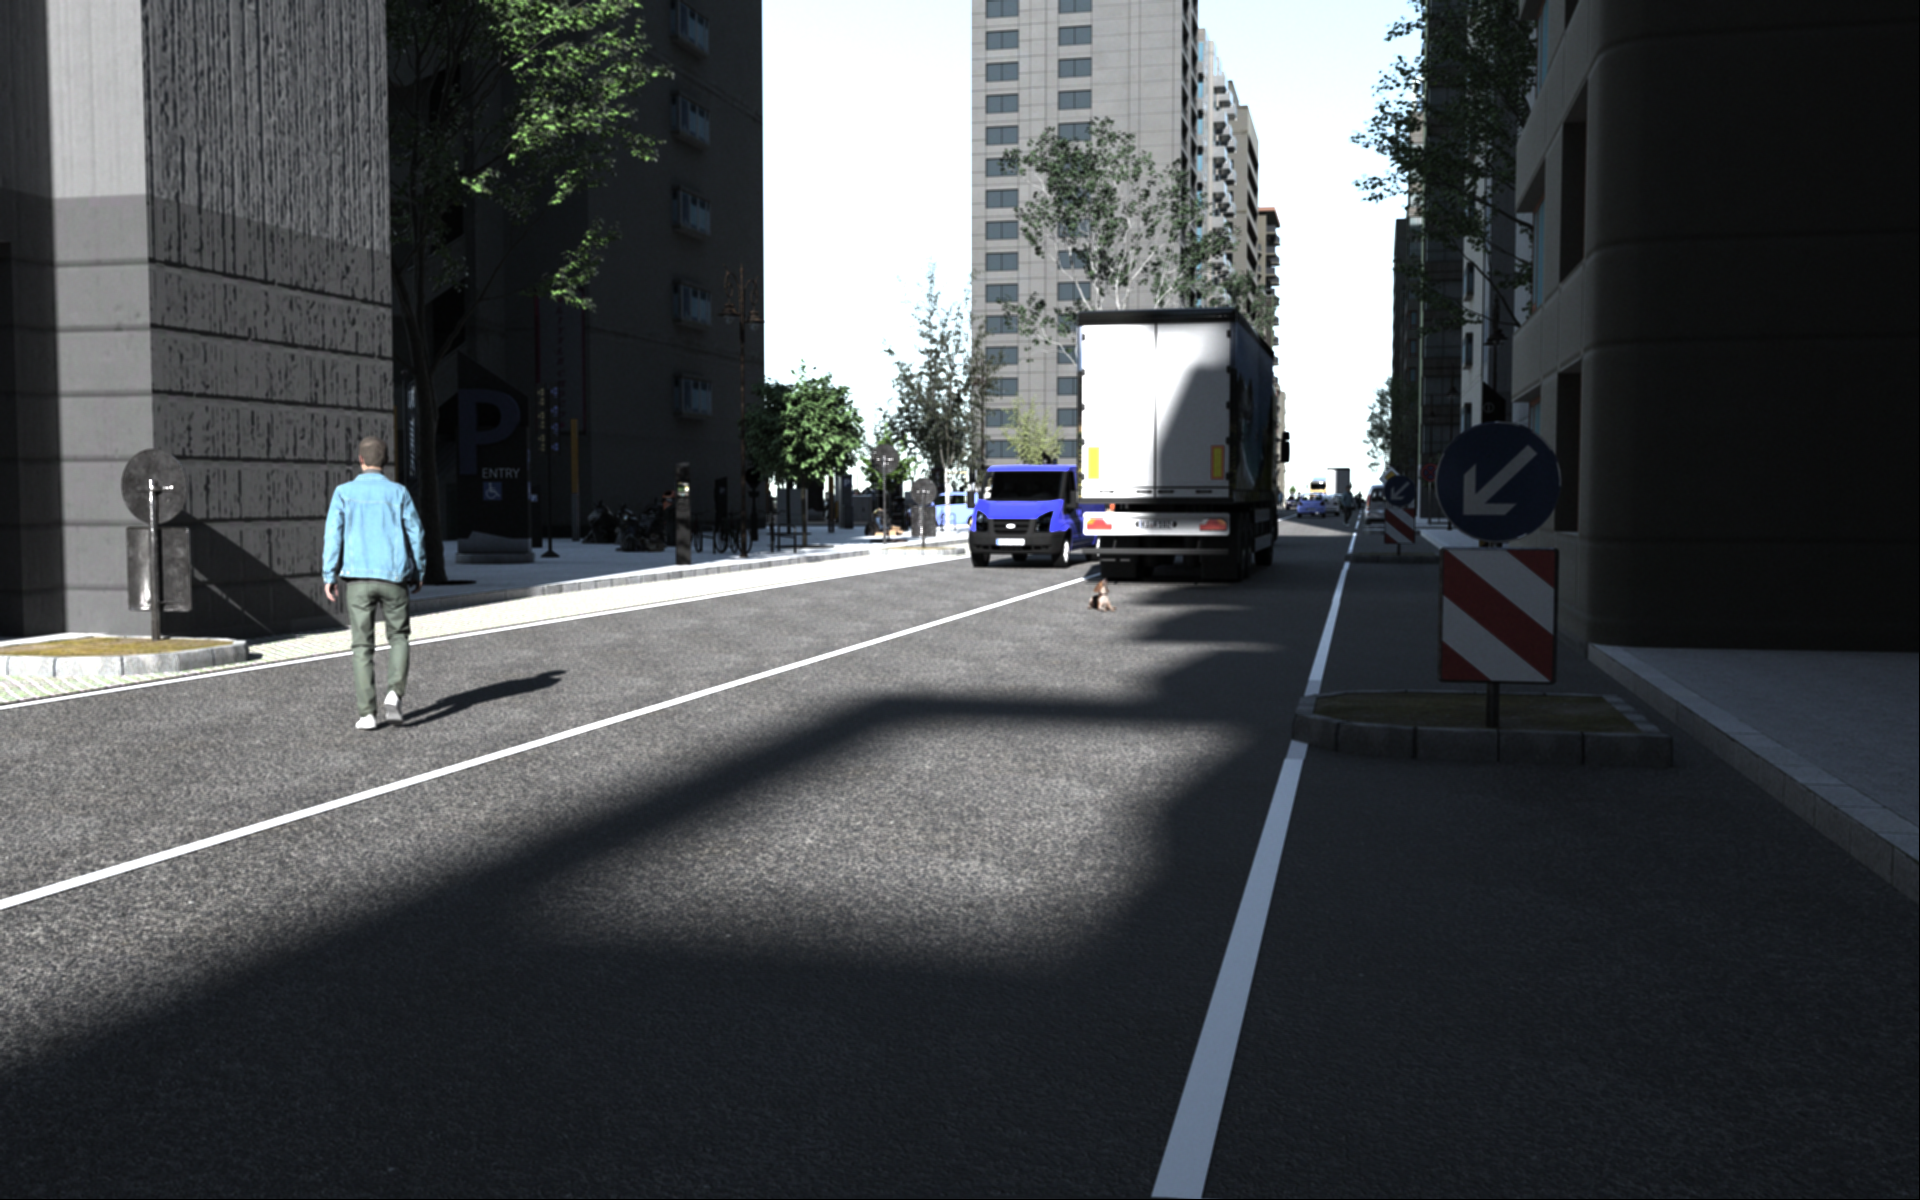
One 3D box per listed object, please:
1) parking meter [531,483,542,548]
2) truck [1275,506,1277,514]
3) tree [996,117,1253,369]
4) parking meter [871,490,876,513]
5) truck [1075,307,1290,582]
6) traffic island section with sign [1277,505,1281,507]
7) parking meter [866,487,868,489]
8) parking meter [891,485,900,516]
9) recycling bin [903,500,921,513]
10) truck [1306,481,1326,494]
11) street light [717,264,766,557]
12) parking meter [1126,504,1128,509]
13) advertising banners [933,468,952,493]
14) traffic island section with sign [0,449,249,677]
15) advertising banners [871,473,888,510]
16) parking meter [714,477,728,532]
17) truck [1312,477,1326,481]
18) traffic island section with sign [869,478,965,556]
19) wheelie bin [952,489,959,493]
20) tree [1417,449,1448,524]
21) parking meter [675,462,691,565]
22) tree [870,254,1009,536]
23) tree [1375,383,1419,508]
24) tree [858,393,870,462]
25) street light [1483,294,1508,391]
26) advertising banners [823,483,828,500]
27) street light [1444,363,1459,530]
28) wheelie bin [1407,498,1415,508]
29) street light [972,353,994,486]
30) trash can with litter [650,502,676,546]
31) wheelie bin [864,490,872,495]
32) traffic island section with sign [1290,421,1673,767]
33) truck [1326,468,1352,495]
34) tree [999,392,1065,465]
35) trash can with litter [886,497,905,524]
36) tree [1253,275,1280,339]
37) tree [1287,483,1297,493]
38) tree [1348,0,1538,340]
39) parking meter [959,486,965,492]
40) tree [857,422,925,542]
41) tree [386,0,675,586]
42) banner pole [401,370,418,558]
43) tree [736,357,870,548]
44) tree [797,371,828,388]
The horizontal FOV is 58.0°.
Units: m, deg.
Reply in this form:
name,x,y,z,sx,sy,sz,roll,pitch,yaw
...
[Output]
name,x,y,z,sx,sy,sz,roll,pitch,yaw
parking meter,-10.207,-2.024,41.505,0.372,1.533,0.369,0,3,0
truck,19.728,-7.698,115.618,2.967,4.110,18.799,1,4,12
tree,7.758,-14.021,85.133,12.611,20.169,13.585,0,3,0
parking meter,-5.998,-6.846,120.348,0.372,1.533,0.369,0,3,0
truck,4.324,-2.617,31.705,2.839,4.237,11.283,1,4,14
traffic island section with sign,35.335,-11.453,195.879,1.989,1.847,2.006,1,4,13
parking meter,-7.598,-8.414,143.281,0.399,1.863,0.255,-3,5,-41
parking meter,-3.022,-4.610,81.092,0.399,1.863,0.255,1,4,18
recycling bin,-2.178,-4.061,78.954,0.722,1.027,0.722,0,4,6
truck,53.567,-16.037,258.120,3.469,3.379,9.791,1,4,15
street light,-4.384,-3.802,34.942,0.468,5.910,1.993,1,4,13
parking meter,14.300,-8.687,147.738,0.255,1.863,0.399,1,4,17
advertising banners,-0.774,-7.428,117.634,2.074,3.025,0.090,0,4,7
traffic island section with sign,-7.124,-0.356,14.449,1.989,1.847,2.006,1,4,13
advertising banners,-5.802,-8.001,126.998,2.074,3.025,0.090,3,4,39
parking meter,-8.033,-3.210,58.191,0.399,1.863,0.255,-2,4,-25
truck,57.516,-17.488,275.681,2.967,4.110,18.799,1,4,13
traffic island section with sign,-0.942,-1.972,40.869,1.989,1.847,2.006,1,4,13
wheelie bin,-0.294,-6.370,112.053,0.693,1.594,0.980,-2,4,-27
tree,20.650,-4.922,75.077,1.663,3.219,1.824,0,3,0
parking meter,-5.009,-1.566,31.311,0.255,1.863,0.399,-1,4,-12
tree,-0.388,-6.276,52.969,4.360,8.622,3.978,0,3,0
tree,28.918,-9.837,111.202,4.360,8.622,3.978,0,3,0
tree,-5.628,-10.574,123.243,4.360,8.622,3.978,0,3,0
street light,12.413,-4.127,40.263,0.468,5.910,1.993,1,4,13
advertising banners,-8.356,-6.873,108.554,0.090,3.025,2.074,1,4,12
street light,17.423,-5.423,61.460,0.468,5.910,1.993,1,4,13
wheelie bin,33.451,-7.390,128.734,0.693,1.594,0.980,0,4,5
street light,0.742,-5.141,56.849,0.468,5.910,1.993,1,4,13
trash can with litter,-7.180,-1.896,42.395,1.055,1.170,0.624,-2,4,-25
wheelie bin,-6.852,-7.525,130.939,0.693,1.594,0.980,-3,5,-41
traffic island section with sign,2.999,-0.098,10.223,1.989,1.847,2.006,1,4,13
truck,41.495,-12.287,189.808,2.839,4.237,11.283,1,4,13
tree,4.903,-10.679,124.960,4.737,8.622,4.395,0,3,0
trash can with litter,-2.759,-3.856,74.428,0.624,1.170,1.055,-1,4,-20
tree,17.731,-17.115,135.716,12.611,20.169,13.585,0,3,0
tree,58.107,-18.826,302.401,1.663,3.219,1.824,0,3,0
tree,9.985,-6.269,28.246,9.928,11.665,9.643,0,3,0
parking meter,0.103,-6.866,117.974,0.399,1.863,0.255,0,4,-4
tree,-2.033,-3.170,46.425,1.663,3.219,1.824,0,3,0
tree,-7.657,-6.032,24.379,9.928,11.665,9.643,0,3,0
banner pole,-11.032,-2.736,34.746,0.401,3.779,0.863,-3,4,-36
tree,-3.762,-3.548,41.719,4.285,4.588,4.351,0,3,0
tree,-8.745,-9.340,103.063,4.737,8.622,4.395,0,3,0
